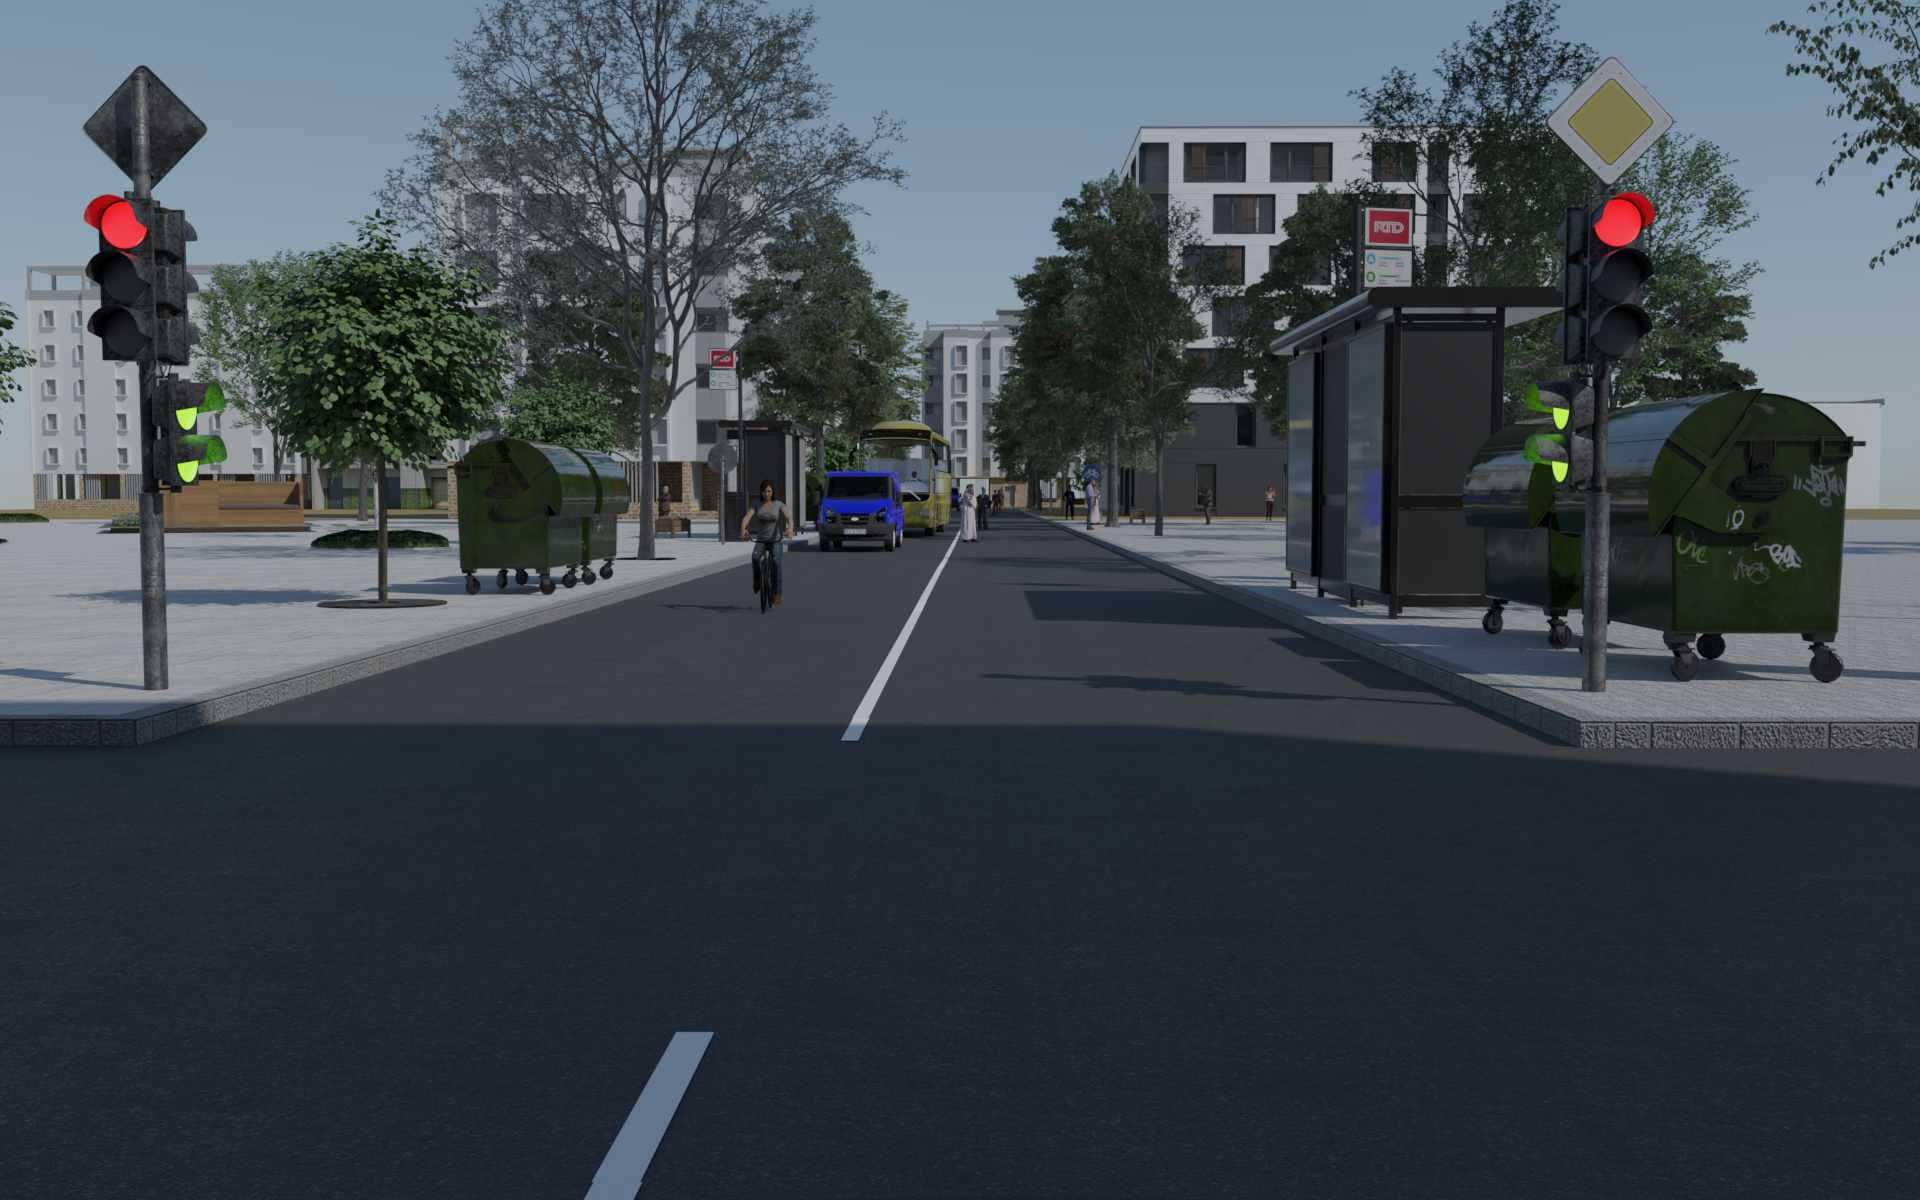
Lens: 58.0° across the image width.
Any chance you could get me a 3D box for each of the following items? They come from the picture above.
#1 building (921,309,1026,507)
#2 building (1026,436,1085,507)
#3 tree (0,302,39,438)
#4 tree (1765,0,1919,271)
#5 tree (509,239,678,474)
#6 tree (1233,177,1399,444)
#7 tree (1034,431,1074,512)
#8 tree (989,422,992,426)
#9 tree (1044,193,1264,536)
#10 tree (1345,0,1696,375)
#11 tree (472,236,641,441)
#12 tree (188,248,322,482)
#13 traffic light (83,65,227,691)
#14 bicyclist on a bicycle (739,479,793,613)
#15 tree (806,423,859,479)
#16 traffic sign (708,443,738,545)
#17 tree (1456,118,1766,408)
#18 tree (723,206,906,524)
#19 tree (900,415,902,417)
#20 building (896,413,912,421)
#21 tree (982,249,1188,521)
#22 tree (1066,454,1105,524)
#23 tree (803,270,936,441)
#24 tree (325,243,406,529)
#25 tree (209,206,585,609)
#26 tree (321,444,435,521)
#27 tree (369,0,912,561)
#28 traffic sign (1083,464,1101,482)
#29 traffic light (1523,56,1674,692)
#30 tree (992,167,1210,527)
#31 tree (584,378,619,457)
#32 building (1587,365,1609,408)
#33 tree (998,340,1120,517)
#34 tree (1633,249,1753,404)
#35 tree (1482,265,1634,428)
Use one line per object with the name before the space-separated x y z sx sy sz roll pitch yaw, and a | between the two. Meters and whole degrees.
building | 1.726 -20.024 183.813 11.380 20.091 16.016 0 4 1
building | 13.218 -19.956 182.692 11.380 20.091 16.016 0 4 1
tree | -13.589 -2.349 22.124 4.285 4.588 4.351 0 3 0
tree | 10.365 -4.091 17.244 4.360 8.622 3.978 0 3 0
tree | -15.138 -9.185 72.229 6.751 12.117 7.091 0 3 0
tree | 15.365 -9.911 69.468 7.806 13.903 7.818 0 3 0
tree | 6.758 -10.665 124.728 4.737 8.622 4.395 0 3 0
tree | 6.191 -14.221 139.931 7.806 13.903 7.818 0 3 0
tree | 6.344 -7.253 52.992 8.767 10.594 7.601 3 5 43
tree | 9.440 -5.922 31.243 7.601 10.594 8.767 1 4 9
tree | -14.570 -7.831 62.445 7.601 10.594 8.767 0 4 6
tree | -28.328 -8.946 72.024 9.928 11.665 9.643 0 3 0
traffic light | -5.257 -1.346 11.246 0.839 4.213 0.868 0 4 1
bicyclist on a bicycle | -2.362 -0.687 21.258 1.499 1.676 1.625 0 4 -1
tree | -5.829 -5.902 80.209 4.285 4.588 4.351 0 3 0
traffic sign | -5.963 -2.653 43.487 0.768 2.556 0.104 0 4 4
tree | 16.967 -7.331 45.615 9.928 11.665 9.643 0 3 0
tree | -6.188 -10.155 73.454 7.806 13.903 7.818 0 3 0
tree | -5.286 -10.956 129.492 4.737 8.622 4.395 0 3 0
building | -19.240 -14.601 180.872 28.070 9.664 9.099 0 4 1
tree | 6.623 -10.791 83.087 9.857 13.997 8.962 0 3 0
tree | 5.696 -4.952 75.562 1.663 3.219 1.824 0 3 0
tree | -5.020 -10.405 88.243 7.486 12.596 7.792 0 3 0
tree | -17.115 -6.088 49.902 4.360 8.622 3.978 0 3 0
tree | -6.752 -2.211 19.867 4.285 4.588 4.351 0 3 0
tree | -28.337 -9.788 82.094 6.751 12.117 7.091 0 3 0
tree | -5.997 -7.526 33.413 12.009 13.543 11.850 0 3 0
traffic sign | 5.614 -4.517 73.951 0.768 2.556 0.104 0 4 4
traffic light | 4.104 -1.340 11.155 0.839 4.213 0.868 0 4 1
tree | 5.646 -9.723 66.389 7.806 13.903 7.818 0 3 0
tree | -10.244 -3.713 44.416 4.285 4.588 4.351 0 3 0
building | 37.125 -17.302 149.347 31.486 18.905 16.747 0 4 1
tree | 5.965 -10.517 97.706 9.928 11.665 9.643 0 3 0
tree | 32.226 -9.462 76.765 6.751 12.117 7.091 0 3 0
tree | 23.737 -9.287 73.896 6.751 12.117 7.091 0 3 0
